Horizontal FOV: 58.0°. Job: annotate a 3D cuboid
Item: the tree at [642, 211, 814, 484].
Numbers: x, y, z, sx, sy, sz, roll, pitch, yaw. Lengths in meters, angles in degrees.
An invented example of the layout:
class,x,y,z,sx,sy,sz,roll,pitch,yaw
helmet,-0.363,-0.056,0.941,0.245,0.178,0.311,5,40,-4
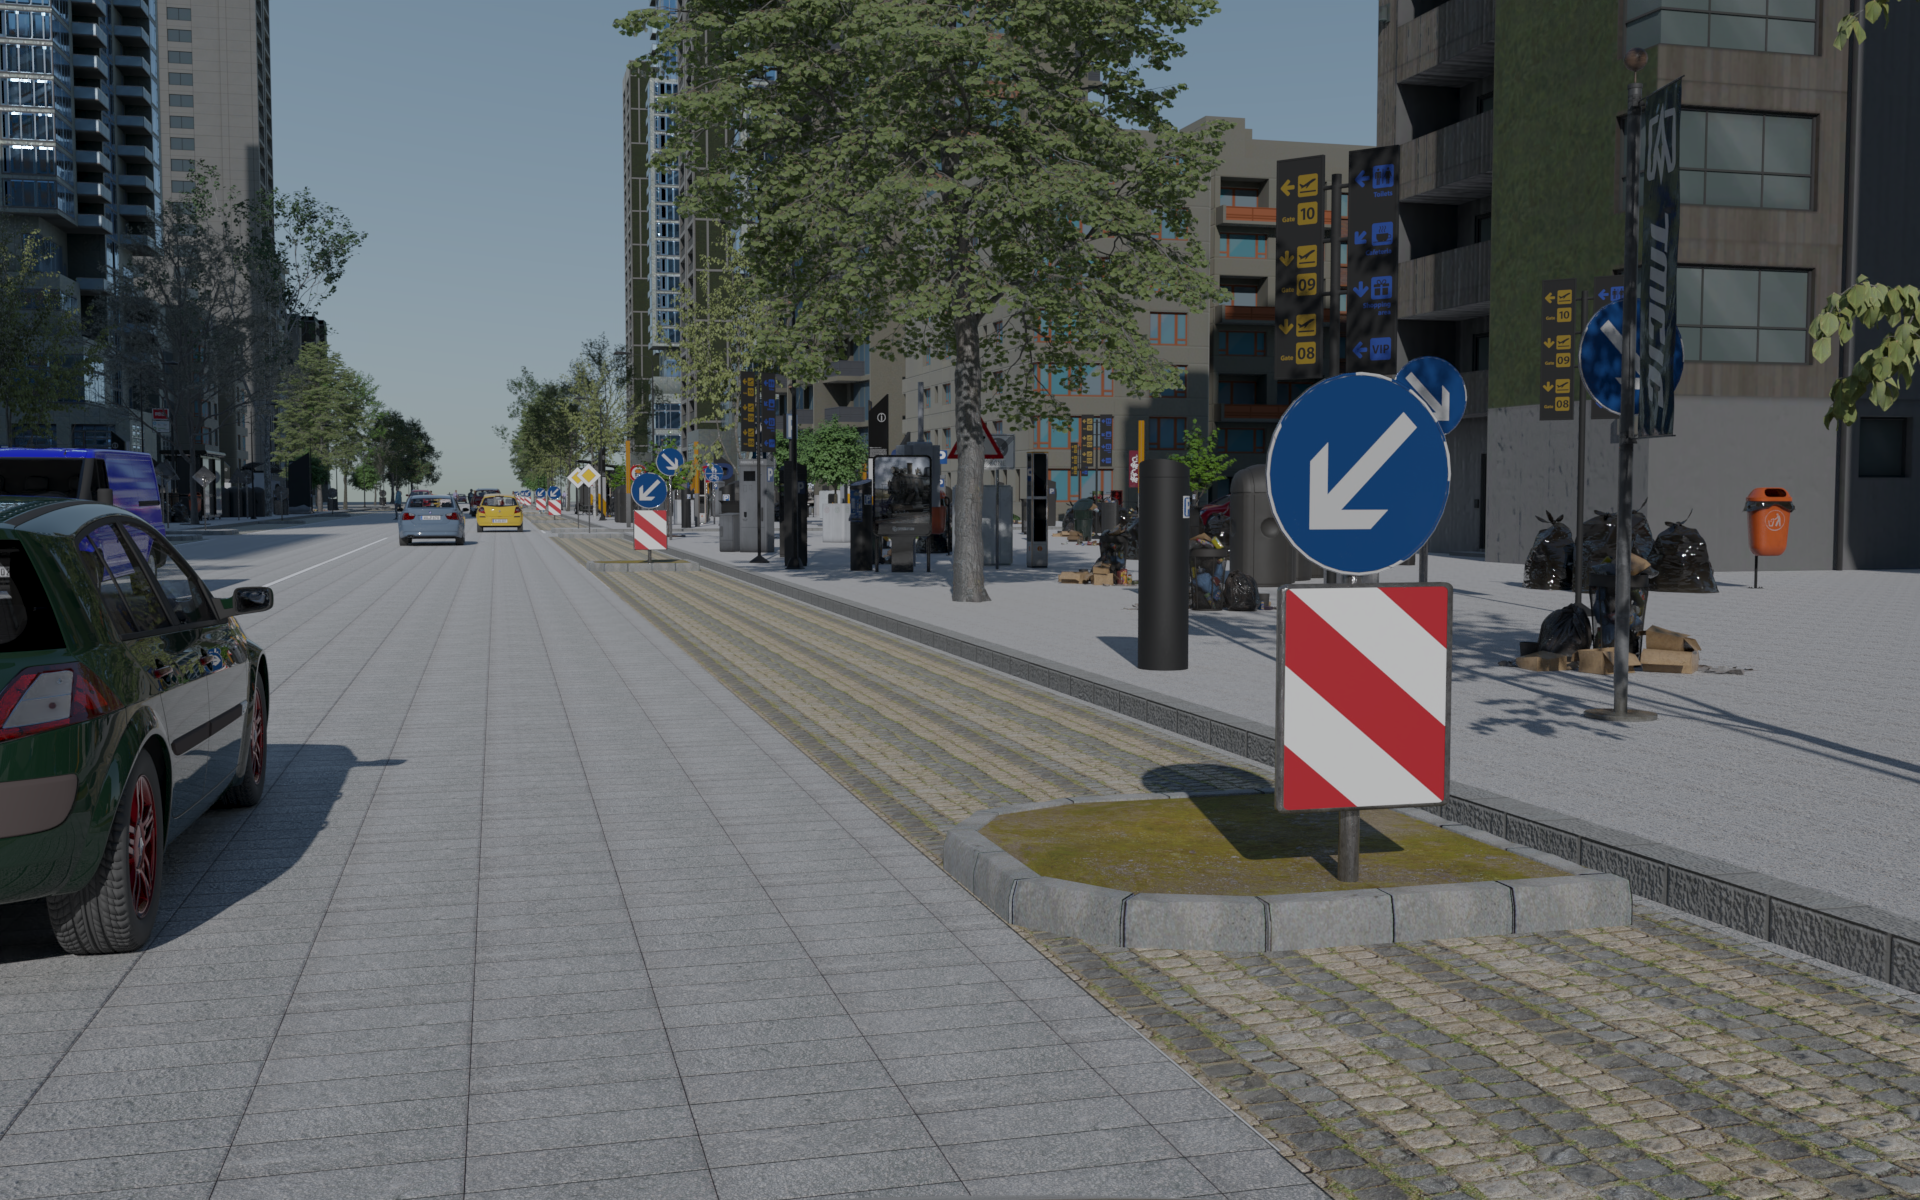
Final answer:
class,x,y,z,sx,sy,sz,roll,pitch,yaw
tree,-5.405,-5.629,42.402,4.737,8.622,4.395,0,3,0

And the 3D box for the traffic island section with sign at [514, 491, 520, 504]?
class,x,y,z,sx,sy,sz,roll,pitch,yaw
traffic island section with sign,-40.168,-9.282,160.388,1.989,1.847,2.006,-1,4,-15

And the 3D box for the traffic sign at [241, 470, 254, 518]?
class,x,y,z,sx,sy,sz,roll,pitch,yaw
traffic sign,-37.419,-5.553,90.892,0.768,2.556,0.104,0,4,-5

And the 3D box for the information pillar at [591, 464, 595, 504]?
class,x,y,z,sx,sy,sz,roll,pitch,yaw
information pillar,-24.729,-7.687,117.041,0.504,3.616,0.183,-3,5,-44

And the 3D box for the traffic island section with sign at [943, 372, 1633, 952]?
class,x,y,z,sx,sy,sz,roll,pitch,yaw
traffic island section with sign,1.006,0.138,6.371,1.989,1.847,2.006,-1,4,-15

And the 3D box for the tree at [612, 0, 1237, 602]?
class,x,y,z,sx,sy,sz,roll,pitch,yaw
tree,-0.283,-6.246,20.251,7.486,12.596,7.792,0,3,0

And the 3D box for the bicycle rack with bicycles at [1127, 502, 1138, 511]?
class,x,y,z,sx,sy,sz,roll,pitch,yaw
bicycle rack with bicycles,13.924,-7.740,139.937,2.852,0.926,2.925,2,4,28

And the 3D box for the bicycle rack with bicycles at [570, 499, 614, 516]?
class,x,y,z,sx,sy,sz,roll,pitch,yaw
bicycle rack with bicycles,-21.804,-5.564,104.360,2.925,0.926,2.852,0,3,0

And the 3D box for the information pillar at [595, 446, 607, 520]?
class,x,y,z,sx,sy,sz,roll,pitch,yaw
information pillar,-17.494,-5.708,84.682,0.183,3.616,0.504,2,4,26

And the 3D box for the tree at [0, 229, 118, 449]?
class,x,y,z,sx,sy,sz,roll,pitch,yaw
tree,-25.793,-5.945,47.568,4.737,8.622,4.395,0,3,0

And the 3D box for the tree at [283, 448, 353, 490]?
class,x,y,z,sx,sy,sz,roll,pitch,yaw
tree,-45.790,-8.418,121.344,4.285,4.588,4.351,0,3,0

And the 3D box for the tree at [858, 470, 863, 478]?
class,x,y,z,sx,sy,sz,roll,pitch,yaw
tree,-6.287,-6.862,106.797,1.663,3.219,1.824,0,3,0

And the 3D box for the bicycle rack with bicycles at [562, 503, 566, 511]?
class,x,y,z,sx,sy,sz,roll,pitch,yaw
bicycle rack with bicycles,-29.614,-7.373,133.933,2.852,0.926,2.925,-1,4,-20

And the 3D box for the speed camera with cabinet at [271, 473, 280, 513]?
class,x,y,z,sx,sy,sz,roll,pitch,yaw
speed camera with cabinet,-46.580,-7.476,116.560,0.660,3.252,2.038,1,4,11

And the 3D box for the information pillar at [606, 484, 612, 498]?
class,x,y,z,sx,sy,sz,roll,pitch,yaw
information pillar,-24.399,-7.096,120.512,0.304,2.012,0.304,1,4,12

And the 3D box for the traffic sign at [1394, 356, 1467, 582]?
class,x,y,z,sx,sy,sz,roll,pitch,yaw
traffic sign,4.319,-0.978,16.100,0.768,2.556,0.104,-1,4,-12

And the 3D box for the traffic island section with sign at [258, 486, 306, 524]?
class,x,y,z,sx,sy,sz,roll,pitch,yaw
traffic island section with sign,-32.638,-4.573,83.398,1.989,1.847,2.006,-1,4,-15

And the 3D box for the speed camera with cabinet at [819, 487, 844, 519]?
class,x,y,z,sx,sy,sz,roll,pitch,yaw
speed camera with cabinet,-6.281,-5.801,89.175,2.038,3.252,0.660,-3,5,-43

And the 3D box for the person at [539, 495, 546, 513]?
class,x,y,z,sx,sy,sz,roll,pitch,yaw
person,-30.617,-7.195,126.978,0.563,1.720,0.643,-2,4,-27

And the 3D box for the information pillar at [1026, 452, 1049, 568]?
class,x,y,z,sx,sy,sz,roll,pitch,yaw
information pillar,1.343,-1.566,30.091,0.304,2.012,0.304,-1,4,-16

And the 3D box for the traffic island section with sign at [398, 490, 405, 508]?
class,x,y,z,sx,sy,sz,roll,pitch,yaw
traffic island section with sign,-59.539,-10.725,183.988,1.989,1.847,2.006,-1,4,-15

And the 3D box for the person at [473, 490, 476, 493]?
class,x,y,z,sx,sy,sz,roll,pitch,yaw
person,-38.818,-7.940,138.836,1.217,1.766,0.721,2,4,26

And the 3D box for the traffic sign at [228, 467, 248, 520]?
class,x,y,z,sx,sy,sz,roll,pitch,yaw
traffic sign,-35.074,-5.148,84.167,0.884,2.594,0.081,-1,4,-14

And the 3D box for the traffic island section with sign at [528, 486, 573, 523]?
class,x,y,z,sx,sy,sz,roll,pitch,yaw
traffic island section with sign,-20.167,-4.705,85.562,1.989,1.847,2.006,-1,4,-15

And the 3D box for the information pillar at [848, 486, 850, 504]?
class,x,y,z,sx,sy,sz,roll,pitch,yaw
information pillar,-5.044,-5.340,78.661,0.183,3.616,0.504,0,4,-1

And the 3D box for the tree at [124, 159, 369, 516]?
class,x,y,z,sx,sy,sz,roll,pitch,yaw
tree,-40.924,-14.890,99.337,12.611,20.169,13.585,0,3,0

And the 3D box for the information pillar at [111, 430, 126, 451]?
class,x,y,z,sx,sy,sz,roll,pitch,yaw
information pillar,-30.877,-4.418,63.581,0.504,3.616,0.183,0,4,-3

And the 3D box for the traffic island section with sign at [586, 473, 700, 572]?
class,x,y,z,sx,sy,sz,roll,pitch,yaw
traffic island section with sign,-6.024,-1.471,32.674,1.989,1.847,2.006,-1,4,-15

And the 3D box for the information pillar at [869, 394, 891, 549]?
class,x,y,z,sx,sy,sz,roll,pitch,yaw
information pillar,-1.887,-3.007,40.525,0.504,3.616,0.183,1,4,17

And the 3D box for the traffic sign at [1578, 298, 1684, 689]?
class,x,y,z,sx,sy,sz,roll,pitch,yaw
traffic sign,4.348,-0.687,11.334,0.768,2.556,0.104,-1,4,-13

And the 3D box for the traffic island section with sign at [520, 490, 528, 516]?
class,x,y,z,sx,sy,sz,roll,pitch,yaw
traffic island section with sign,-27.264,-6.330,112.125,1.989,1.847,2.006,-1,4,-15

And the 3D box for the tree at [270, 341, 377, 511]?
class,x,y,z,sx,sy,sz,roll,pitch,yaw
tree,-47.243,-12.877,128.663,7.486,12.596,7.792,0,3,0

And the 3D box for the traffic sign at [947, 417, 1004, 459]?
class,x,y,z,sx,sy,sz,roll,pitch,yaw
traffic sign,0.230,-1.610,26.333,0.884,2.594,0.081,-1,4,-12

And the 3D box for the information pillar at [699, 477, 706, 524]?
class,x,y,z,sx,sy,sz,roll,pitch,yaw
information pillar,-11.042,-4.262,74.175,0.304,2.012,0.304,0,4,-5

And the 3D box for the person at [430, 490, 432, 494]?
class,x,y,z,sx,sy,sz,roll,pitch,yaw
person,-57.549,-11.000,188.349,0.705,1.824,1.348,-1,4,-17

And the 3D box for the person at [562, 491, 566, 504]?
class,x,y,z,sx,sy,sz,roll,pitch,yaw
person,-49.702,-12.788,217.450,0.709,1.838,0.599,-2,4,-31

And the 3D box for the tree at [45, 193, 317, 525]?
class,x,y,z,sx,sy,sz,roll,pitch,yaw
tree,-32.053,-9.875,71.832,12.009,13.543,11.850,0,3,0

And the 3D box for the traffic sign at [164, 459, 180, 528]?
class,x,y,z,sx,sy,sz,roll,pitch,yaw
traffic sign,-29.680,-3.966,64.848,0.884,2.594,0.081,0,4,-8

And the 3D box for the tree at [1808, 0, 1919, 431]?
class,x,y,z,sx,sy,sz,roll,pitch,yaw
tree,4.431,-3.411,6.136,4.737,8.622,4.395,0,3,0

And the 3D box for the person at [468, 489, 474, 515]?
class,x,y,z,sx,sy,sz,roll,pitch,yaw
person,-34.008,-6.856,120.767,0.661,1.801,0.590,3,4,38

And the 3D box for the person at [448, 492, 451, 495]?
class,x,y,z,sx,sy,sz,roll,pitch,yaw
person,-80.393,-16.135,273.113,0.445,1.727,0.742,2,4,29

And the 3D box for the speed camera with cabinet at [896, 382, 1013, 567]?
class,x,y,z,sx,sy,sz,roll,pitch,yaw
speed camera with cabinet,-0.098,-2.243,31.009,2.038,3.252,0.660,-1,4,-18

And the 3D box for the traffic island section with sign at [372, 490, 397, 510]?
class,x,y,z,sx,sy,sz,roll,pitch,yaw
traffic island section with sign,-52.571,-9.133,157.945,1.989,1.847,2.006,-1,4,-15

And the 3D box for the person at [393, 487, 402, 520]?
class,x,y,z,sx,sy,sz,roll,pitch,yaw
person,-31.082,-5.359,95.980,0.748,1.841,0.638,1,4,10

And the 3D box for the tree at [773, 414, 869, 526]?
class,x,y,z,sx,sy,sz,roll,pitch,yaw
tree,-4.904,-5.215,68.980,4.285,4.588,4.351,0,3,0

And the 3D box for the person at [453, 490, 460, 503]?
class,x,y,z,sx,sy,sz,roll,pitch,yaw
person,-49.637,-9.932,170.756,0.599,1.838,0.709,3,4,37

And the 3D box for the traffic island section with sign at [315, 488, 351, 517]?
class,x,y,z,sx,sy,sz,roll,pitch,yaw
traffic island section with sign,-39.610,-6.166,109.440,1.989,1.847,2.006,-1,4,-15

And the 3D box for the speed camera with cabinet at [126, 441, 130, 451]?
class,x,y,z,sx,sy,sz,roll,pitch,yaw
speed camera with cabinet,-31.651,-4.295,64.558,2.038,3.252,0.660,-3,5,-40

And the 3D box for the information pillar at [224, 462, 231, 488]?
class,x,y,z,sx,sy,sz,roll,pitch,yaw
information pillar,-53.050,-8.204,125.482,0.504,3.616,0.183,1,4,13

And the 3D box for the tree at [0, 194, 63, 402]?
class,x,y,z,sx,sy,sz,roll,pitch,yaw
tree,-23.943,-5.603,41.964,4.360,8.622,3.978,0,3,0

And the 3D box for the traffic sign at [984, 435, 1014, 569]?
class,x,y,z,sx,sy,sz,roll,pitch,yaw
traffic sign,0.632,-1.668,29.394,0.606,2.300,0.079,-1,4,-12

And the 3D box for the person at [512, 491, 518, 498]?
class,x,y,z,sx,sy,sz,roll,pitch,yaw
person,-43.665,-9.782,169.148,1.217,1.735,0.721,1,4,12
